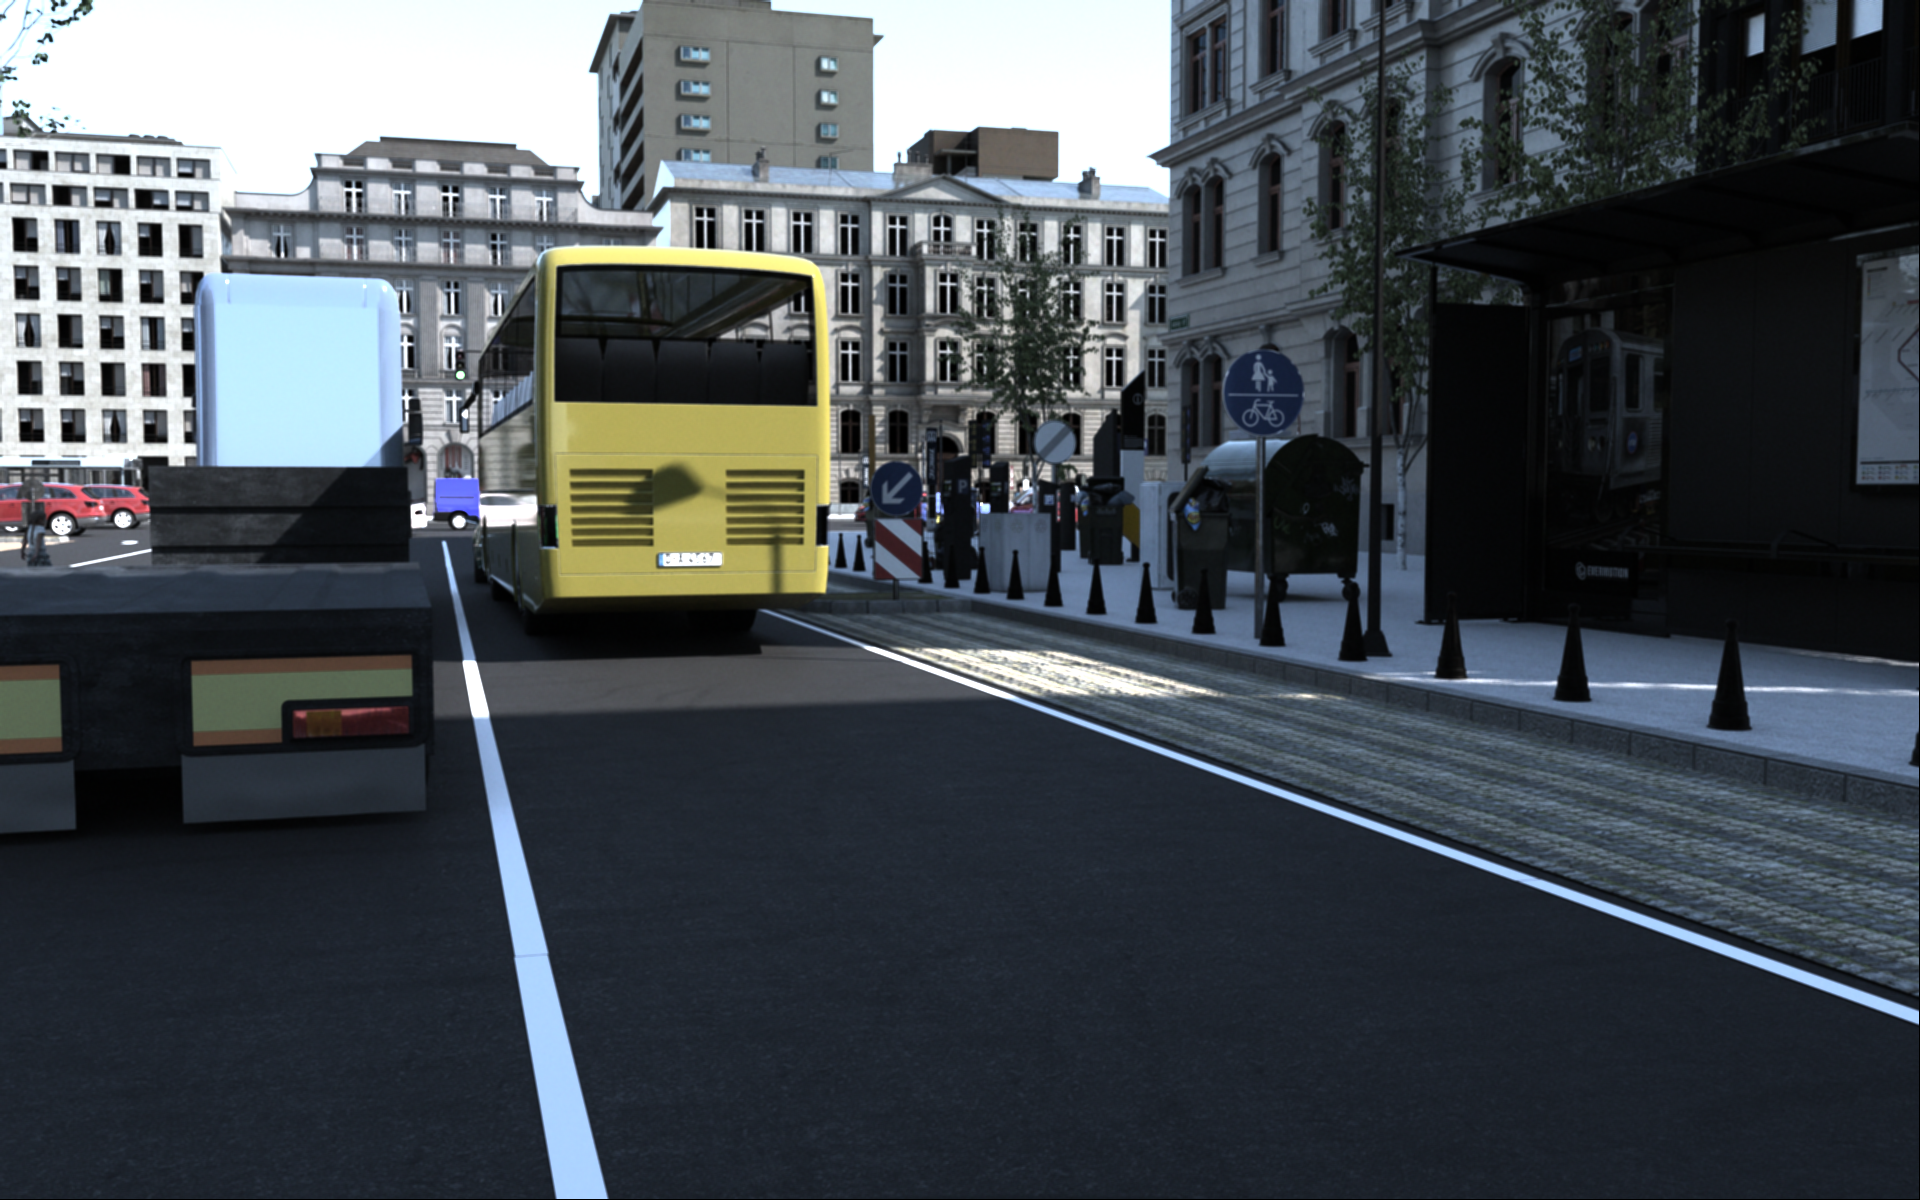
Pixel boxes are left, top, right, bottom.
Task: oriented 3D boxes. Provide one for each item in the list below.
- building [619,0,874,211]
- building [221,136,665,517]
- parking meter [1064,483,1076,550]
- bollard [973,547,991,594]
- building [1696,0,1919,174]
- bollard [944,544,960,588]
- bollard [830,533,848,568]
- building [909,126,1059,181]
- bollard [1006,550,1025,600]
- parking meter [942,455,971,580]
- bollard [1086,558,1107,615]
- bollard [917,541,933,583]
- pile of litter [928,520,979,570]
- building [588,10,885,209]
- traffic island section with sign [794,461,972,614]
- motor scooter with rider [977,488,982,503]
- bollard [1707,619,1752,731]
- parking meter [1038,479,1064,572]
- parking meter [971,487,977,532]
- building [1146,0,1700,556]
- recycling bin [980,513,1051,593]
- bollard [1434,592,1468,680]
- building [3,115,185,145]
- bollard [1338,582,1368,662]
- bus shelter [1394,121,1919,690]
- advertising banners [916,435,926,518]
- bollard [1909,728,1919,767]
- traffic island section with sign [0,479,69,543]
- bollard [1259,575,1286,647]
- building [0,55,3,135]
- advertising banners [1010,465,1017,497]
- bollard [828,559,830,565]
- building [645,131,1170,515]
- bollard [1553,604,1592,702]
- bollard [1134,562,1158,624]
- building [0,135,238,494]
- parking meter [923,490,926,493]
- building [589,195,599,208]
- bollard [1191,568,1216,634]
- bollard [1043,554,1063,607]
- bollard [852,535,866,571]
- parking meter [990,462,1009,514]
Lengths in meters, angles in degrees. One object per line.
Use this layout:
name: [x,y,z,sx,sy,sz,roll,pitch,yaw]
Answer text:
building: [-20.889,-33.261,167.526,21.300,48.544,21.600,-1,4,-17]
building: [-30.461,-16.026,103.822,24.055,21.916,13.314,-1,4,-17]
parking meter: [2.464,-1.909,39.625,0.372,1.533,0.369,0,3,0]
bollard: [0.284,-0.389,22.407,0.229,0.601,0.229,0,3,0]
building: [27.502,-13.470,49.911,15.834,23.373,12.332,-1,4,-17]
bollard: [-0.111,-0.468,23.696,0.229,0.601,0.229,0,3,0]
bollard: [-2.074,-0.863,30.158,0.229,0.601,0.229,0,3,0]
building: [2.585,-34.064,207.056,14.200,45.320,14.600,-1,4,-17]
bollard: [0.676,-0.310,21.116,0.229,0.601,0.229,0,3,0]
parking meter: [-0.049,-1.237,25.938,0.399,1.863,0.255,-3,4,-38]
bollard: [1.460,-0.152,18.531,0.229,0.601,0.229,0,3,0]
bollard: [-0.501,-0.547,24.992,0.229,0.601,0.229,0,3,0]
pile of litter: [-0.370,-0.959,29.652,1.719,0.858,1.176,0,4,-7]
building: [-25.051,-36.850,191.742,28.713,52.752,27.495,-1,4,-17]
traffic island section with sign: [-1.079,-0.789,21.534,1.989,1.847,2.006,-1,4,-17]
motor scooter with rider: [0.666,-4.974,90.296,1.986,1.779,0.876,-1,4,-16]
bollard: [4.216,0.402,9.474,0.229,0.601,0.229,0,3,0]
parking meter: [1.471,-1.224,28.428,0.372,1.533,0.369,0,3,0]
parking meter: [0.404,-3.098,59.060,0.372,1.533,0.369,0,3,0]
building: [14.902,-15.417,39.454,14.401,28.519,23.554,-1,4,-17]
recycling bin: [0.728,-0.634,22.912,0.722,1.027,0.722,-2,4,-27]
bollard: [3.425,0.243,12.066,0.229,0.601,0.229,0,3,0]
building: [-122.434,-40.443,250.482,27.495,52.752,28.713,-1,4,-17]
bollard: [3.032,0.164,13.356,0.229,0.601,0.229,0,3,0]
bus shelter: [5.906,-1.400,14.178,1.731,3.624,6.357,-1,4,-17]
advertising banners: [-1.225,-3.338,50.766,0.090,3.025,2.074,1,4,12]
bollard: [4.611,0.482,8.160,0.229,0.601,0.229,0,3,0]
traffic island section with sign: [-27.661,-2.648,51.428,2.006,1.907,1.989,-1,4,-17]
bollard: [2.645,0.085,14.650,0.229,0.601,0.229,0,3,0]
building: [-149.508,-56.593,237.970,31.000,86.520,22.319,-1,4,-17]
advertising banners: [3.450,-6.773,106.928,0.090,3.025,2.074,1,4,22]
bollard: [-2.462,-0.943,31.458,0.229,0.601,0.229,0,3,0]
building: [-2.690,-18.022,113.740,34.723,24.649,14.460,-1,4,-17]
bollard: [3.815,0.322,10.775,0.229,0.601,0.229,0,3,0]
bollard: [1.854,-0.073,17.241,0.229,0.601,0.229,0,3,0]
building: [-49.527,-14.771,96.259,16.860,20.320,10.420,-1,4,-17]
parking meter: [-2.098,-5.931,105.378,0.372,1.533,0.369,0,3,0]
building: [-43.631,-39.854,271.227,30.456,49.044,23.786,-1,4,-17]
bollard: [2.246,0.006,15.951,0.229,0.601,0.229,0,3,0]
bollard: [1.071,-0.231,19.822,0.229,0.601,0.229,0,3,0]
bollard: [-1.681,-0.785,28.868,0.229,0.601,0.229,0,3,0]
parking meter: [0.702,-1.543,30.945,0.255,1.863,0.399,1,4,22]
